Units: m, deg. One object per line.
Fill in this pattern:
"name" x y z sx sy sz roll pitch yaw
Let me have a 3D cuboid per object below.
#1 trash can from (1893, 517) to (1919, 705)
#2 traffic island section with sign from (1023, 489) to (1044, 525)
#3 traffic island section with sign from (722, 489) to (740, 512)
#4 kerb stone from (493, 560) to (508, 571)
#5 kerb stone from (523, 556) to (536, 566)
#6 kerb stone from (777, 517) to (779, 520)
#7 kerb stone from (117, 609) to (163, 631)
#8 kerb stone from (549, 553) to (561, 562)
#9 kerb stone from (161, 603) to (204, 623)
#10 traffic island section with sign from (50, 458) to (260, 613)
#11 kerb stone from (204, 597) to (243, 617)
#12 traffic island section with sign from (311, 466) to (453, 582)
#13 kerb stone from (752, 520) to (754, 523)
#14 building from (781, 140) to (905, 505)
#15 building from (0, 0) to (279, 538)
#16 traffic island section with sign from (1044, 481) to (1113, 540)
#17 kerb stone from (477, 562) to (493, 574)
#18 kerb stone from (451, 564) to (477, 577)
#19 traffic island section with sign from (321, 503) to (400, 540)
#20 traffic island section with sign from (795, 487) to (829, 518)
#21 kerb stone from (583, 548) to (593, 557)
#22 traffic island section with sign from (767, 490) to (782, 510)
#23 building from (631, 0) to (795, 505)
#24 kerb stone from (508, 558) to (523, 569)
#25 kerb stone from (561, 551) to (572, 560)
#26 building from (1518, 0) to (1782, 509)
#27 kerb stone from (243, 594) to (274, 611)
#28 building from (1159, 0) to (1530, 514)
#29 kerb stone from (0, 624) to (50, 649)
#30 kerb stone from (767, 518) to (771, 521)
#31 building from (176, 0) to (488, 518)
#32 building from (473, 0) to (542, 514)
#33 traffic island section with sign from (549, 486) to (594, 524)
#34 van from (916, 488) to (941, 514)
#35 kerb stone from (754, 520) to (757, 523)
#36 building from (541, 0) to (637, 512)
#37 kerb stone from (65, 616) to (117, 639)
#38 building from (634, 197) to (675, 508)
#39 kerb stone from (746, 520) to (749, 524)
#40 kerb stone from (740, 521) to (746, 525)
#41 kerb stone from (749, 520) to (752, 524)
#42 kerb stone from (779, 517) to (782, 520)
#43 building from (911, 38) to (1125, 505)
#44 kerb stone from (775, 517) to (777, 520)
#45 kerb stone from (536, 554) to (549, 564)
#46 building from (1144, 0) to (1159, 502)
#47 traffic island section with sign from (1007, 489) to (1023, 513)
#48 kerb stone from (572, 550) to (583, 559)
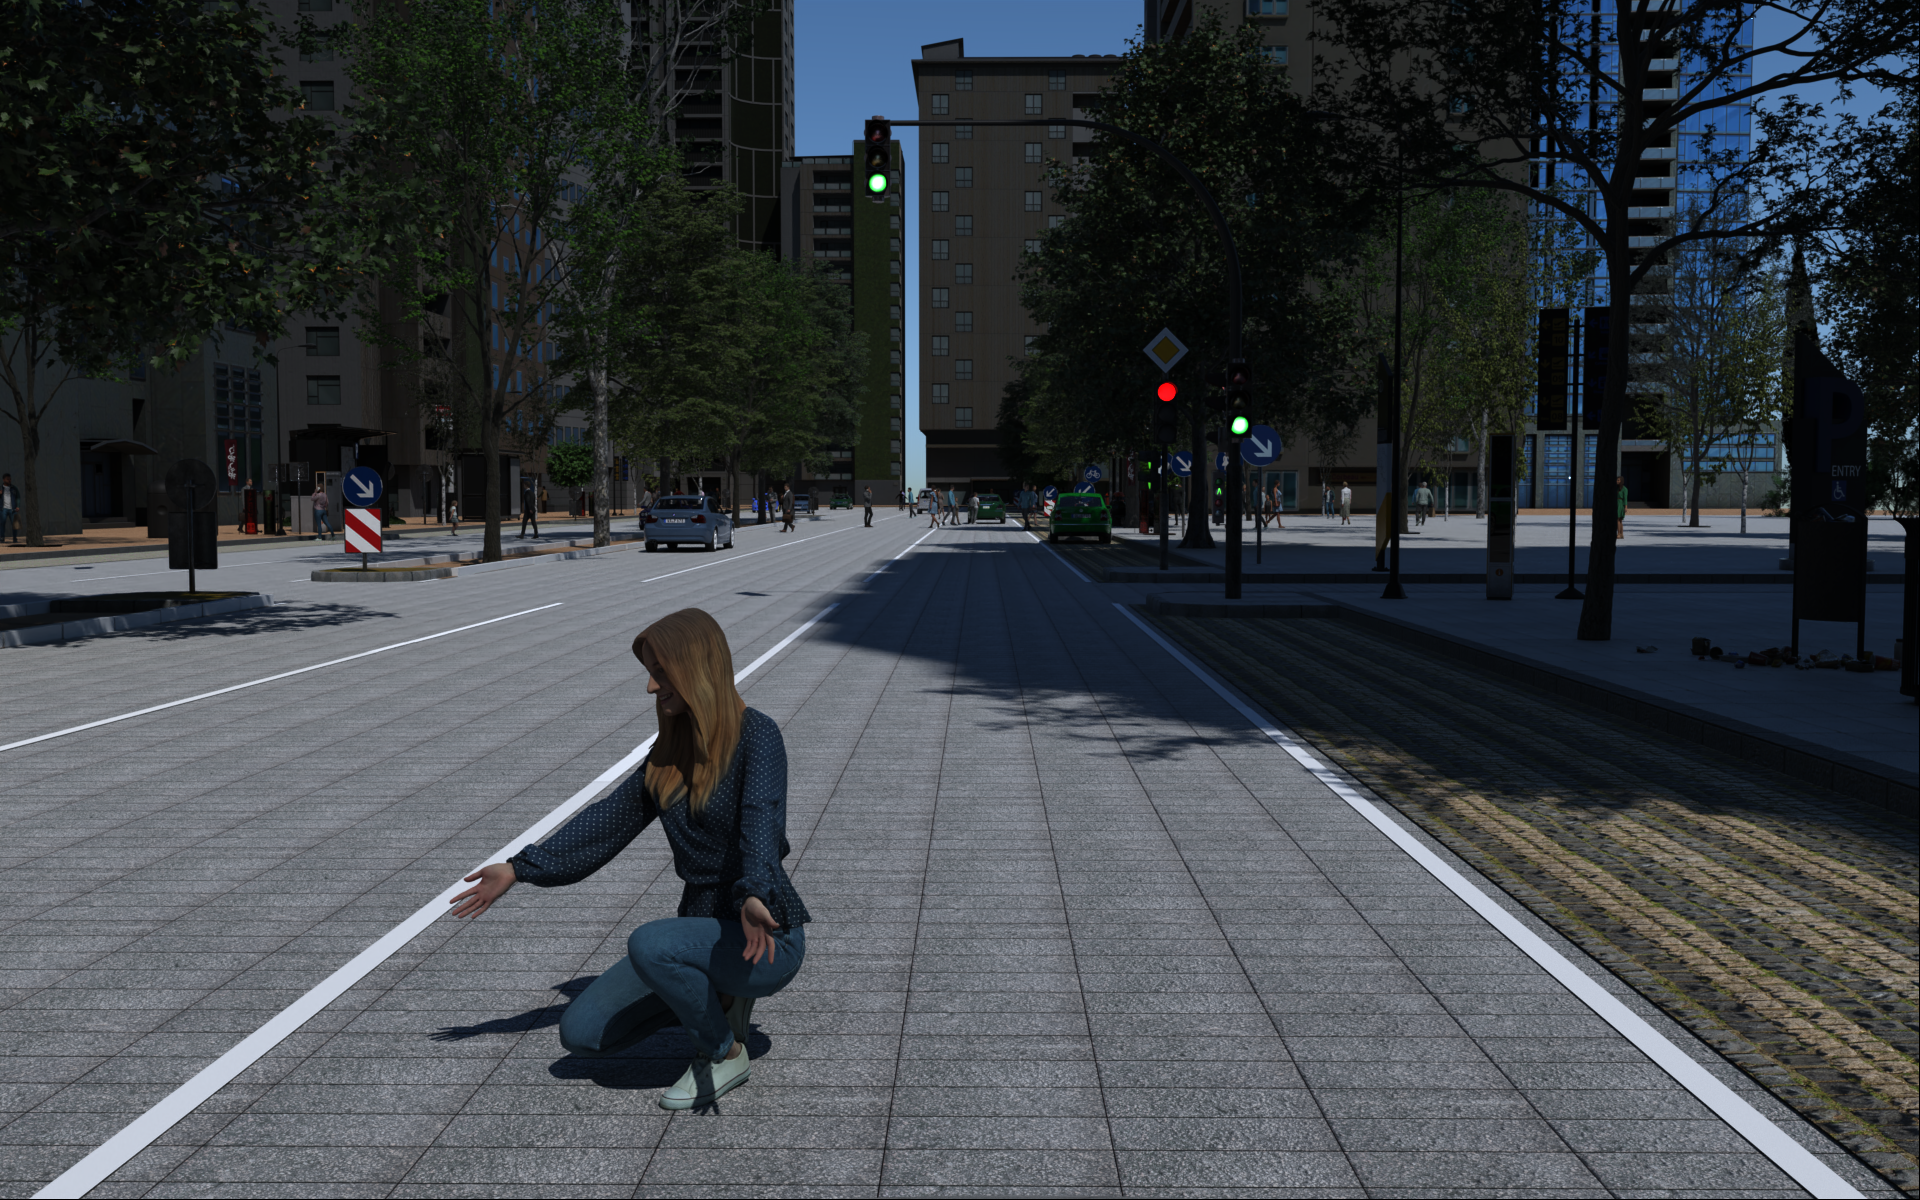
"trash can" 6.045 0.073 10.467 0.748 1.137 0.748 0 3 0
"traffic island section with sign" 4.128 -4.472 81.750 1.989 1.847 2.006 0 4 1
"traffic island section with sign" -17.787 -7.531 131.767 1.989 1.847 2.006 0 4 1
"kerb stone" -8.737 -0.633 32.546 0.120 0.150 1.000 0 4 1
"kerb stone" -8.709 -0.757 34.608 0.120 0.150 1.000 0 4 1
"kerb stone" -10.072 -4.396 94.104 0.120 0.150 1.000 0 4 1
"kerb stone" -8.899 0.228 18.637 0.120 0.150 1.000 0 4 1
"kerb stone" -8.681 -0.884 36.652 0.120 0.150 1.000 0 4 1
"kerb stone" -8.894 0.155 19.667 0.120 0.150 1.000 0 4 1
"traffic island section with sign" -9.909 -0.830 21.708 2.006 1.907 1.989 0 4 1
"kerb stone" -8.878 0.092 20.695 0.120 0.150 1.000 0 4 1
"traffic island section with sign" -9.808 -1.283 29.115 2.006 1.907 1.989 0 4 1
"kerb stone" -10.208 -3.771 83.846 0.120 0.150 1.000 0 4 1
"building" -13.574 -31.770 203.034 14.086 41.232 14.154 0 4 1
"building" -39.172 -45.580 57.910 22.319 86.520 31.000 0 4 1
"traffic island section with sign" 3.787 -2.824 54.797 1.989 1.847 2.006 0 4 1
"kerb stone" -8.745 -0.570 31.515 0.120 0.150 1.000 0 4 1
"kerb stone" -8.750 -0.507 30.493 0.120 0.150 1.000 0 4 1
"traffic island section with sign" -18.726 -2.793 54.287 1.989 1.847 2.006 0 4 1
"traffic island section with sign" -8.893 -5.878 104.248 2.006 1.907 1.989 0 4 1
"kerb stone" -8.639 -1.072 39.719 0.120 0.150 1.000 0 4 1
"traffic island section with sign" -17.440 -9.230 159.544 1.989 1.847 2.006 0 4 1
"building" -30.879 -46.939 205.709 20.611 71.187 20.563 0 4 1
"kerb stone" -8.721 -0.696 33.580 0.120 0.150 1.000 0 4 1
"kerb stone" -8.667 -0.944 37.675 0.120 0.150 1.000 0 4 1
"building" 57.659 -51.749 158.770 31.000 86.520 22.319 0 4 1
"kerb stone" -8.871 0.032 21.721 0.120 0.150 1.000 0 4 1
"building" 25.298 -30.266 118.557 21.300 48.544 21.600 0 4 1
"kerb stone" -8.929 0.344 16.591 0.120 0.150 1.000 0 4 1
"kerb stone" -10.092 -4.273 92.055 0.120 0.150 1.000 0 4 1
"building" -35.308 -19.880 96.735 14.160 30.474 14.107 0 4 1
"building" -35.429 -28.209 111.335 14.600 45.320 14.200 0 4 1
"traffic island section with sign" -18.390 -4.519 82.515 1.989 1.847 2.006 0 4 1
"van" -2.219 -7.240 125.393 2.013 2.044 4.112 0 4 1
"kerb stone" -10.180 -3.832 84.871 0.120 0.150 1.000 0 4 1
"building" -38.298 -36.106 132.339 21.231 58.520 28.212 0 4 1
"kerb stone" -8.910 0.280 17.612 0.120 0.150 1.000 0 4 1
"building" -34.921 -24.074 165.304 14.107 30.474 14.160 0 4 1
"kerb stone" -10.223 -3.645 81.784 0.120 0.150 1.000 0 4 1
"kerb stone" -10.243 -3.580 80.761 0.120 0.150 1.000 0 4 1
"kerb stone" -10.212 -3.708 82.824 0.120 0.150 1.000 0 4 1
"kerb stone" -10.041 -4.522 96.159 0.120 0.150 1.000 0 4 1
"building" 8.457 -37.935 209.472 27.495 52.752 28.713 0 4 1
"kerb stone" -10.086 -4.335 93.077 0.120 0.150 1.000 0 4 1
"kerb stone" -8.687 -0.818 35.630 0.120 0.150 1.000 0 4 1
"building" 25.710 -36.765 143.109 21.231 58.520 28.212 0 4 1
"traffic island section with sign" 4.723 -7.487 131.038 1.989 1.847 2.006 0 4 1
"kerb stone" -8.652 -1.009 38.697 0.120 0.150 1.000 0 4 1
